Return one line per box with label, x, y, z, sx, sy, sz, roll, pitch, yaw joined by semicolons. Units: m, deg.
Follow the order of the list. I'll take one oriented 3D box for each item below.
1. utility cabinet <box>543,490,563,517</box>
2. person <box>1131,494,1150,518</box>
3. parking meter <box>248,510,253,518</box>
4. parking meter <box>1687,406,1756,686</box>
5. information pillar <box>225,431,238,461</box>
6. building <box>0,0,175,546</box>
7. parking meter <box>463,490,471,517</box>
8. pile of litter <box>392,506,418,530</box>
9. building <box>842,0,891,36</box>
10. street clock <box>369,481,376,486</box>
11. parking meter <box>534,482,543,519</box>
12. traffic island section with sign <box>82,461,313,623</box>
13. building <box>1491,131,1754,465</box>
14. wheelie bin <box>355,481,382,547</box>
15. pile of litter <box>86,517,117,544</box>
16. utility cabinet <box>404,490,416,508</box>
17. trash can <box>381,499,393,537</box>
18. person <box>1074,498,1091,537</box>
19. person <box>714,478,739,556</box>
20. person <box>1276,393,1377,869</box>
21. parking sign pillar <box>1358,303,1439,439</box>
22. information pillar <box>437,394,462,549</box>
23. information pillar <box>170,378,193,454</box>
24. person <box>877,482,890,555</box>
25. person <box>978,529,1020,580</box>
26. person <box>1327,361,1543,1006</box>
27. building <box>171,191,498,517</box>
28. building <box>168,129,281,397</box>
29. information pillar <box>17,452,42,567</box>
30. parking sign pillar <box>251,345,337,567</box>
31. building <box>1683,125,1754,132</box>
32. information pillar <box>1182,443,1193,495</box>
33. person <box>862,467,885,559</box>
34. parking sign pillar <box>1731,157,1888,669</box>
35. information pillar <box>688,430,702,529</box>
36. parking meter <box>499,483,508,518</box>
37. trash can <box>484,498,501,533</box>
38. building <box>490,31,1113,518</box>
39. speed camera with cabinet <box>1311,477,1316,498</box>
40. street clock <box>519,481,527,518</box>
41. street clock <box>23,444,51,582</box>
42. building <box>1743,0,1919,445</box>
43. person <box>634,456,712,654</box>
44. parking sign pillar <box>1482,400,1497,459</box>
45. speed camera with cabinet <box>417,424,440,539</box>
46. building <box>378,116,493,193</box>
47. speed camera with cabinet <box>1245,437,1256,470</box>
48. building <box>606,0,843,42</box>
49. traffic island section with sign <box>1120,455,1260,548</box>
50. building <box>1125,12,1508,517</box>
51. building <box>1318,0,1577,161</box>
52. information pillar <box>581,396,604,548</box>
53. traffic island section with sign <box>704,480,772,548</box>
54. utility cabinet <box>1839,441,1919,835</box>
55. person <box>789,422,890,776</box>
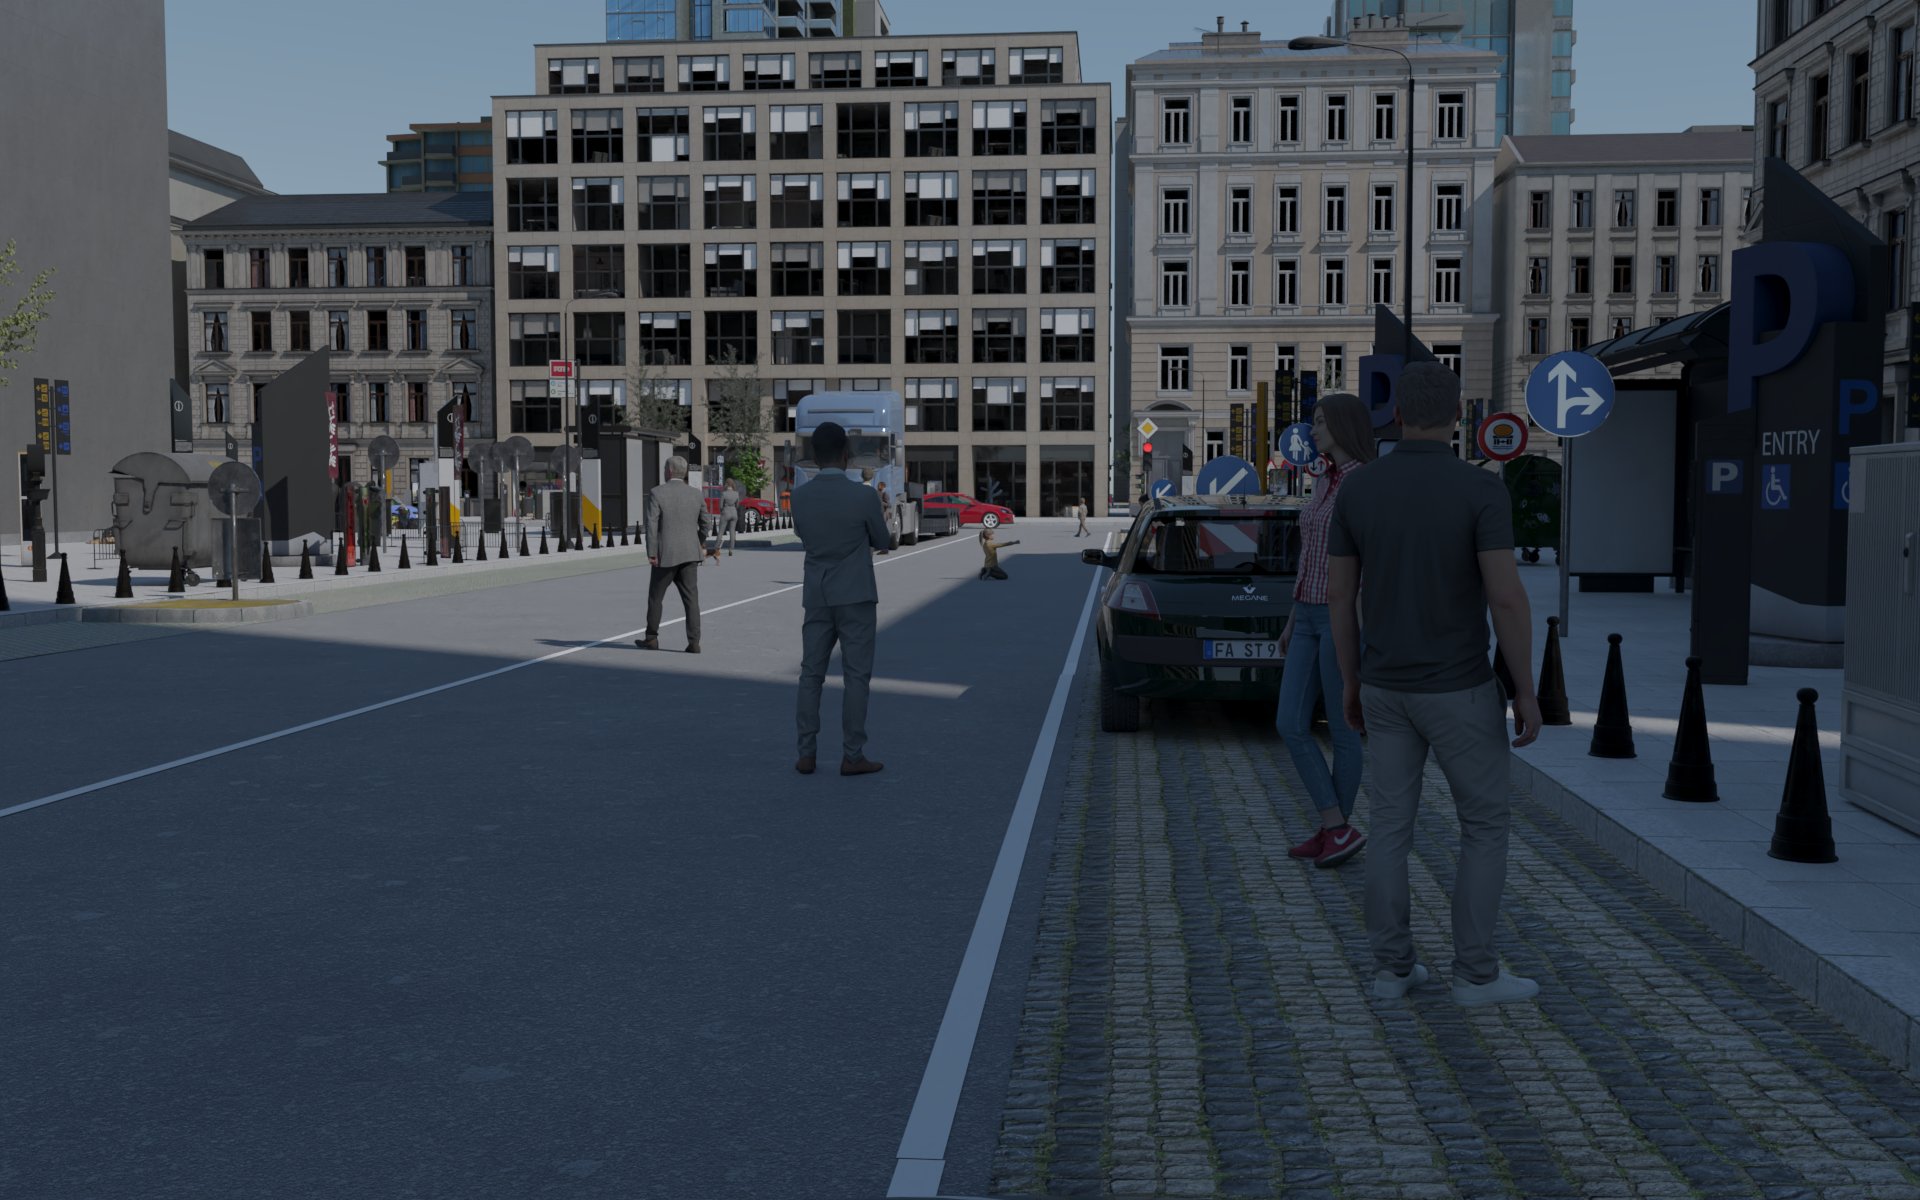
utility cabinet;-22.370;-5.303;95.385;1.173;1.500;0.318;0;4;0
person;3.702;-1.288;32.755;0.628;1.438;0.799;3;5;43
parking meter;-15.572;-1.978;38.050;0.255;1.863;0.399;2;4;28
parking meter;5.131;-0.367;11.710;0.399;1.863;0.255;1;4;20
information pillar;-27.069;-4.469;64.423;0.183;3.616;0.504;2;4;28
building;-38.241;-13.877;45.959;30.058;24.678;14.314;0;4;5
parking meter;-27.697;-5.435;97.277;0.372;1.533;0.369;0;3;0
pile of litter;-20.218;-3.005;63.102;1.719;0.858;1.176;1;4;14
building;-22.560;-40.300;200.907;28.212;58.520;21.231;0;4;5
street clock;-31.617;-5.422;93.215;0.358;2.002;0.471;0;4;-3
parking meter;-21.074;-4.944;86.548;0.399;1.863;0.255;-3;5;-39
traffic island section with sign;-8.686;-0.701;20.083;1.989;1.847;2.006;0;4;5
building;38.398;-15.045;95.137;18.267;20.994;9.793;0;4;5
wheelie bin;-14.482;-2.115;42.486;0.693;1.594;0.980;-1;4;-18
pile of litter;-21.630;-1.880;44.696;1.719;0.858;1.176;1;4;10
utility cabinet;-29.591;-5.211;93.882;1.173;1.500;0.318;2;4;31
trash can;-17.462;-2.481;52.212;0.748;1.137;0.748;0;3;0
person;4.060;-2.738;57.542;0.640;1.303;0.475;1;4;21
person;-5.423;-1.908;39.977;0.573;1.790;0.520;3;4;37
person;1.432;0.107;6.757;0.388;1.821;0.555;-2;4;-29
parking sign pillar;6.043;-2.171;23.966;1.447;3.967;1.447;-1;4;-21
information pillar;-11.985;-3.014;40.634;0.504;3.616;0.183;-2;4;-34
information pillar;-15.792;-2.680;35.167;0.183;3.616;0.504;1;4;23
person;-1.881;-1.929;40.862;0.431;1.722;0.655;0;4;-7
person;0.634;-0.767;28.968;0.695;0.859;0.347;-2;4;-26
person;1.362;0.226;4.932;0.434;1.807;0.598;-3;5;-40
building;-34.988;-14.596;103.275;19.286;19.102;10.561;0;4;5
building;-59.758;-16.763;107.358;30.059;22.955;16.112;0;4;5
information pillar;-16.303;-1.583;30.377;0.304;2.012;0.304;-1;4;-19
parking sign pillar;-11.956;-2.601;31.001;1.447;3.967;1.447;3;5;41
building;86.606;-31.253;194.576;14.086;41.232;14.154;0;4;5
information pillar;10.396;-5.375;79.238;0.504;3.616;0.183;1;4;16
person;-1.504;-1.151;27.094;0.659;1.850;0.755;0;4;1
parking sign pillar;6.465;-1.519;13.304;1.447;3.967;1.447;-1;4;-9
information pillar;-9.778;-4.432;63.822;0.504;3.616;0.183;-1;4;-17
parking meter;-24.284;-5.290;92.198;0.255;1.863;0.399;2;4;28
trash can;-15.313;-2.751;56.627;0.748;1.137;0.748;0;3;0
building;-8.043;-18.331;104.234;34.151;26.468;19.350;0;4;5
speed camera with cabinet;12.711;-3.948;58.889;0.660;3.252;2.038;-1;4;-19
street clock;-23.725;-5.463;93.895;0.471;2.002;0.358;-1;4;-23
street clock;-13.430;-1.263;25.221;0.358;2.002;0.471;-2;4;-27
building;25.429;-10.609;38.086;10.561;19.102;19.286;0;4;5
person;-2.638;-0.422;15.805;0.661;1.777;0.834;-3;5;-42
parking sign pillar;14.923;-3.692;48.831;1.447;3.967;1.447;0;4;5
speed camera with cabinet;-15.310;-3.397;49.879;0.660;3.252;2.038;-1;4;-19
building;-51.032;-33.563;203.377;28.867;44.769;22.147;0;4;5
speed camera with cabinet;9.351;-3.827;56.902;0.660;3.252;2.038;2;4;30
building;-22.436;-52.322;168.138;22.319;86.520;31.000;0;4;5
traffic island section with sign;2.686;-0.597;18.397;1.989;1.847;2.006;0;4;5
building;19.573;-19.194;99.719;20.117;28.700;13.634;0;4;5
building;44.803;-33.419;166.006;23.786;49.044;30.456;0;4;5
information pillar;-8.792;-3.058;41.356;0.504;3.616;0.183;1;4;23
traffic island section with sign;-6.175;-2.342;46.922;1.989;1.847;2.006;0;4;5
utility cabinet;3.721;0.127;6.606;0.318;1.500;1.173;1;4;9
person;-0.617;-0.018;8.968;0.511;1.800;0.466;0;4;5
